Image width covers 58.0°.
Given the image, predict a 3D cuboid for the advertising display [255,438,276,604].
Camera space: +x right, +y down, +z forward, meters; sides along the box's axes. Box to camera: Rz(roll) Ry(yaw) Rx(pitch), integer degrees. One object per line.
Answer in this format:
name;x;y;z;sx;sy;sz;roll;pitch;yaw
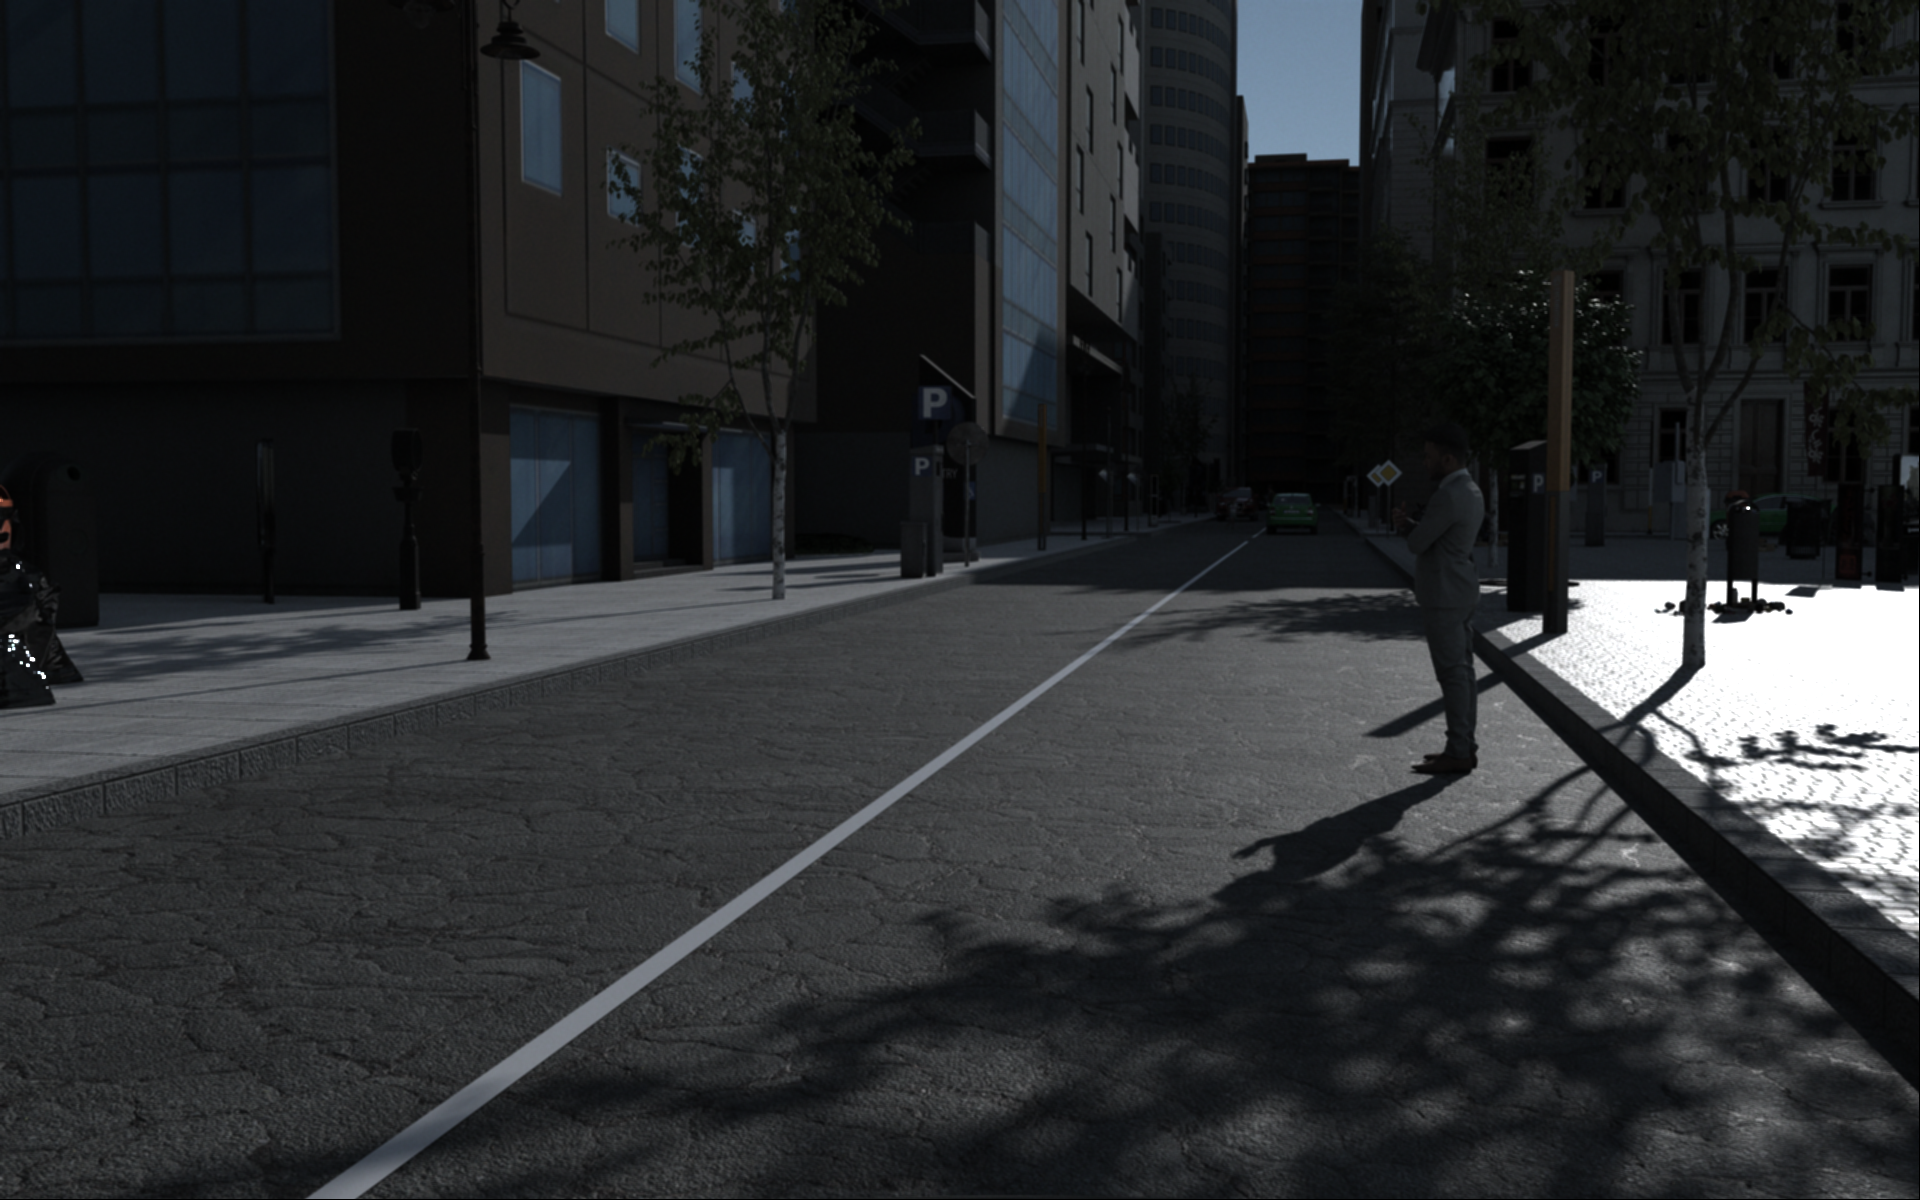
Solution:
advertising display;-8.220;-0.936;20.513;0.123;1.923;0.974;-2;4;-27

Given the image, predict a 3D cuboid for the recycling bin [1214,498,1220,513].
recycling bin;17.722;-6.428;117.653;0.722;1.027;0.722;2;4;28

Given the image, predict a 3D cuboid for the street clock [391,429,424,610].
street clock;-6.114;-0.895;19.203;0.358;2.002;0.471;0;4;-3

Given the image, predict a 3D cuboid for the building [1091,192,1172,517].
building;-1.382;-16.320;111.867;27.650;21.520;28.899;1;4;11

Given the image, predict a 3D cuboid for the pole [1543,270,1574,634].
pole;5.506;-1.351;15.928;0.158;3.312;0.155;0;3;0

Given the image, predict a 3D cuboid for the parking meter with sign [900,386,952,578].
parking meter with sign;-0.554;-1.889;27.150;0.543;3.016;1.738;1;4;11

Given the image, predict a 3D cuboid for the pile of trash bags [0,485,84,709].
pile of trash bags;-6.823;-0.104;11.459;1.912;1.369;3.447;-1;4;-18

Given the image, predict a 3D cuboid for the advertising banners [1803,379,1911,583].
advertising banners;13.319;-1.813;25.835;0.090;3.025;2.074;-1;4;-16

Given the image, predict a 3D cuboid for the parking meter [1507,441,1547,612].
parking meter;6.184;-0.806;18.892;0.399;1.863;0.255;-2;4;-35

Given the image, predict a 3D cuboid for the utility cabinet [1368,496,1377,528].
utility cabinet;15.912;-3.407;66.862;0.306;1.237;1.020;1;4;13

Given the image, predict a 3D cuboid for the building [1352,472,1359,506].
building;53.646;-46.026;190.771;20.563;71.187;20.611;1;4;11

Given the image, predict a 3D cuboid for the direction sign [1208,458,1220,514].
direction sign;16.192;-7.170;109.230;0.379;3.537;0.876;2;4;31

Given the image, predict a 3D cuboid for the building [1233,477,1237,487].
building;11.714;-29.599;175.818;32.217;40.220;23.993;1;4;11

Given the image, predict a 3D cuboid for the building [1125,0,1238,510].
building;12.404;-37.089;148.407;21.231;58.520;28.212;1;4;11

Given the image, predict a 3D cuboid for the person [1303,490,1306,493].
person;29.855;-8.658;150.190;0.705;1.807;1.348;1;4;13

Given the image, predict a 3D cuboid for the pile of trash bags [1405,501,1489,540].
pile of trash bags;14.127;-2.313;47.566;3.447;1.369;1.912;-1;4;-9

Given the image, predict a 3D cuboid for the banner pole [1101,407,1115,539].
banner pole;4.315;-3.680;50.191;0.401;3.779;0.863;1;4;10

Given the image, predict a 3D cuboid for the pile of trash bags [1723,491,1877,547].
pile of trash bags;20.818;-2.033;42.999;3.447;1.369;1.912;1;4;22

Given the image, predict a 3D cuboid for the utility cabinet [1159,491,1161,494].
utility cabinet;15.132;-7.641;133.602;1.173;1.500;0.318;-1;4;-18

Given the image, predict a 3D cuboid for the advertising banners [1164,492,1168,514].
advertising banners;12.994;-6.895;108.919;0.090;3.025;2.074;0;4;-3

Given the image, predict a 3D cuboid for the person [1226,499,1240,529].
person;11.165;-3.503;70.794;0.505;1.210;0.382;-1;4;-16

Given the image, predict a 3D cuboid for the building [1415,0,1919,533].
building;27.126;-13.743;60.855;21.152;22.565;11.583;1;4;11

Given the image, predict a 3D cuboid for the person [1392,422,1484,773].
person;2.493;-0.023;9.059;0.466;1.800;0.511;1;4;16

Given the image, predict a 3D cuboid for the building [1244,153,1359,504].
building;40.981;-34.956;226.149;28.867;44.769;22.147;1;4;11

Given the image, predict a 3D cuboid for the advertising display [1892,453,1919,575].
advertising display;15.106;-1.363;27.502;0.974;1.923;0.123;-2;4;-33

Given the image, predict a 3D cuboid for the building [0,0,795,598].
building;-11.039;-23.099;27.784;14.600;45.320;14.200;1;4;11

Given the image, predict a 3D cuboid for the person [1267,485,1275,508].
person;13.696;-4.141;76.122;0.836;1.842;0.656;-3;5;-39

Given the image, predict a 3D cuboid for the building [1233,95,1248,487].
building;21.674;-35.116;197.855;21.600;48.544;21.300;1;4;11

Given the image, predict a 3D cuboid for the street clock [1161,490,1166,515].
street clock;12.568;-6.277;107.197;0.358;2.002;0.471;-1;4;-19

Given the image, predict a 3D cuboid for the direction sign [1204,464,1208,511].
direction sign;18.419;-8.352;128.556;0.876;3.537;0.379;0;4;0

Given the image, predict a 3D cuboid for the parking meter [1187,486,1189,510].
parking meter;16.572;-7.411;126.888;0.255;1.863;0.399;2;4;28

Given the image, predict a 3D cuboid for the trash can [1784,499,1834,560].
trash can;16.618;-1.374;34.117;0.748;1.137;0.748;0;3;0

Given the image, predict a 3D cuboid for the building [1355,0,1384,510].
building;40.687;-30.296;145.443;14.600;45.320;14.200;1;4;11

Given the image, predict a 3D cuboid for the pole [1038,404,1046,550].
pole;1.867;-2.784;39.366;0.158;3.312;0.155;0;3;0

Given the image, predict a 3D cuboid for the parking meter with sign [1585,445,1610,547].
parking meter with sign;15.743;-2.850;42.864;0.543;3.016;1.738;1;4;22

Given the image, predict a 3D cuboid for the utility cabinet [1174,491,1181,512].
utility cabinet;15.660;-6.989;122.951;0.318;1.500;1.173;3;5;43

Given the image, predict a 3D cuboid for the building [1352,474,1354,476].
building;50.250;-33.426;166.129;23.786;49.044;30.456;1;4;11

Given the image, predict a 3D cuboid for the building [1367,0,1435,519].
building;28.601;-19.436;95.275;11.434;29.767;29.804;1;4;11

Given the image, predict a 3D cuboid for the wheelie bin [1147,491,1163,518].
wheelie bin;10.453;-5.206;93.019;0.693;1.594;0.980;2;4;25

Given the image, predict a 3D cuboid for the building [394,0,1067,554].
building;-5.100;-24.253;46.645;14.200;45.320;14.600;1;4;11

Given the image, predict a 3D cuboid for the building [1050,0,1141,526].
building;-6.655;-29.717;75.115;28.713;52.752;27.495;1;4;11

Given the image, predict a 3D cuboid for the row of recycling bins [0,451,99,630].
row of recycling bins;-9.774;-0.527;15.726;1.069;1.692;3.534;3;5;43
